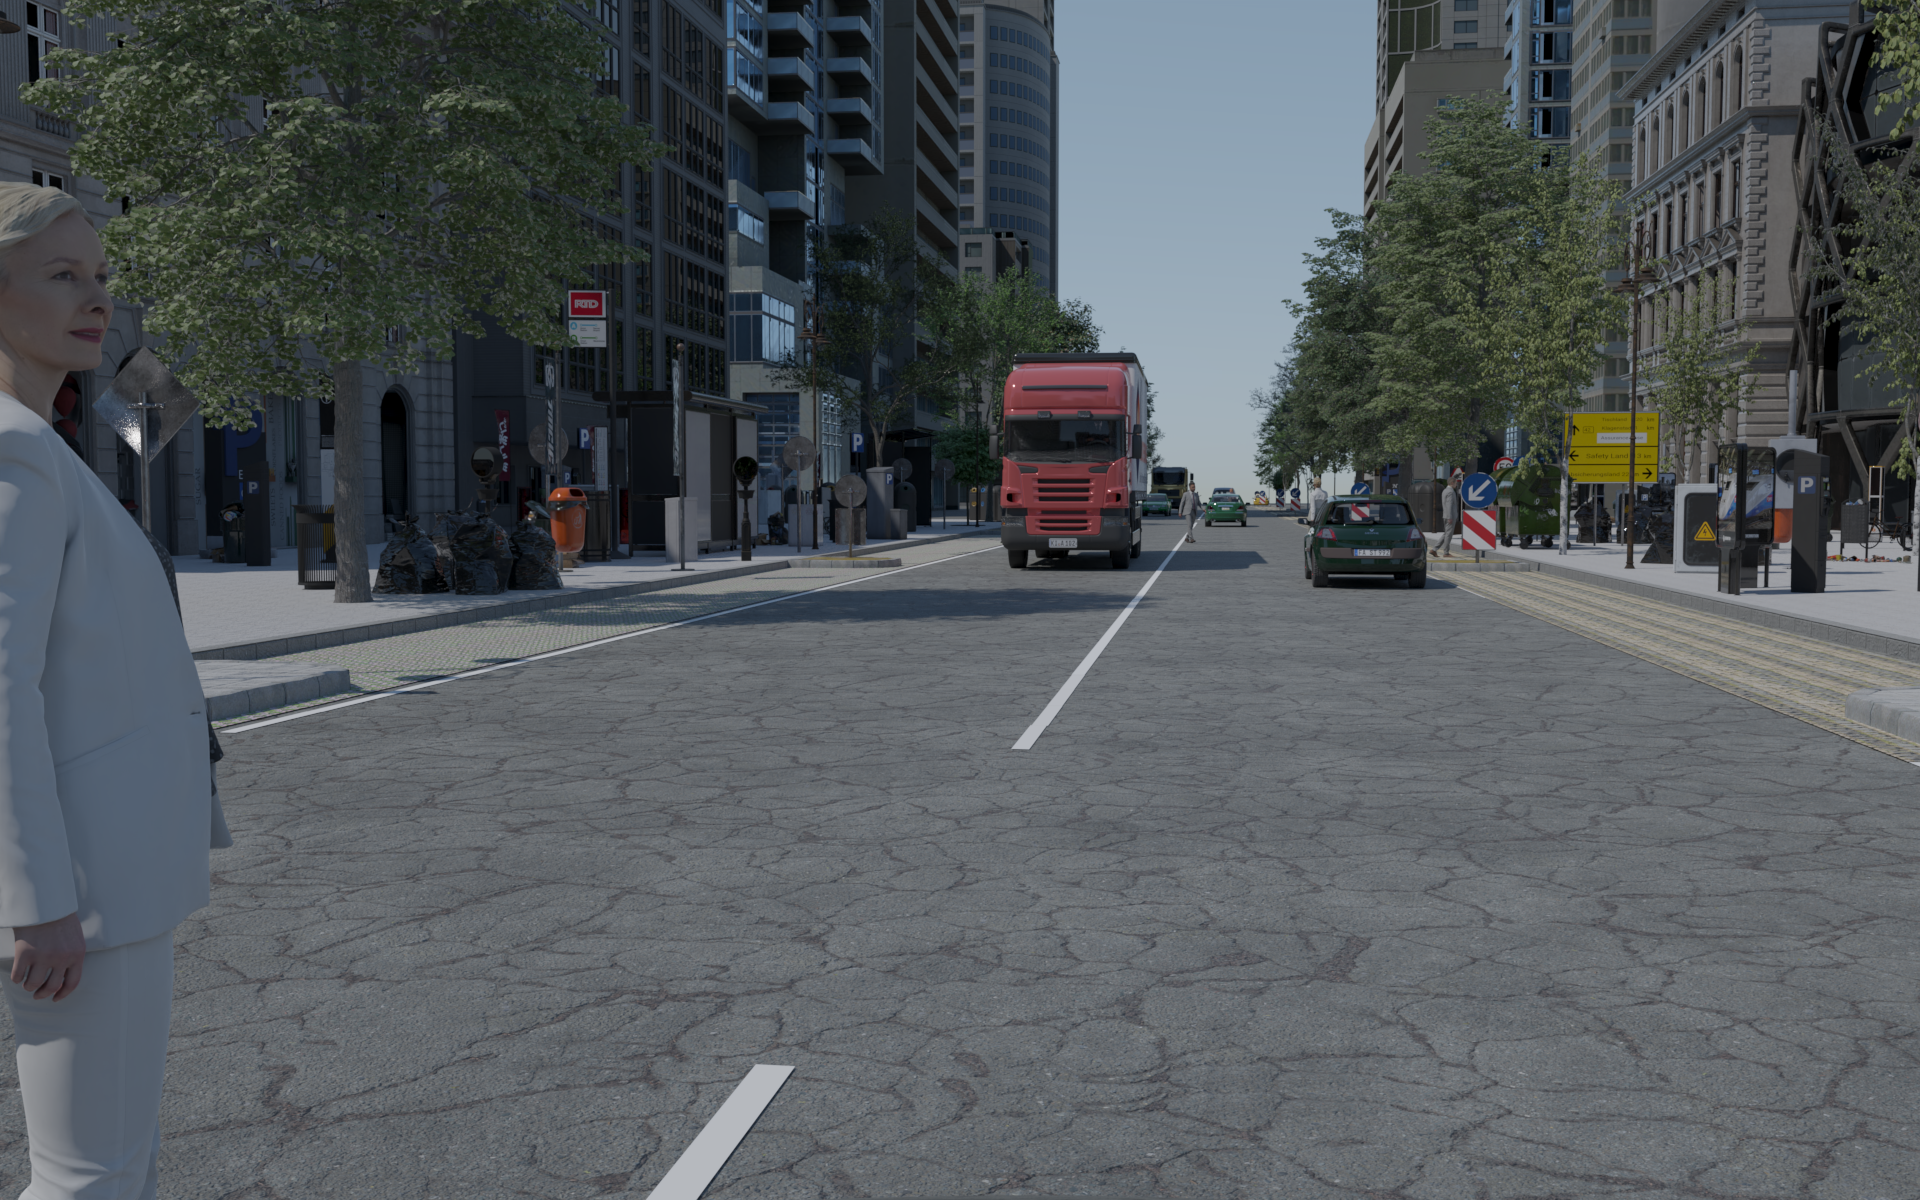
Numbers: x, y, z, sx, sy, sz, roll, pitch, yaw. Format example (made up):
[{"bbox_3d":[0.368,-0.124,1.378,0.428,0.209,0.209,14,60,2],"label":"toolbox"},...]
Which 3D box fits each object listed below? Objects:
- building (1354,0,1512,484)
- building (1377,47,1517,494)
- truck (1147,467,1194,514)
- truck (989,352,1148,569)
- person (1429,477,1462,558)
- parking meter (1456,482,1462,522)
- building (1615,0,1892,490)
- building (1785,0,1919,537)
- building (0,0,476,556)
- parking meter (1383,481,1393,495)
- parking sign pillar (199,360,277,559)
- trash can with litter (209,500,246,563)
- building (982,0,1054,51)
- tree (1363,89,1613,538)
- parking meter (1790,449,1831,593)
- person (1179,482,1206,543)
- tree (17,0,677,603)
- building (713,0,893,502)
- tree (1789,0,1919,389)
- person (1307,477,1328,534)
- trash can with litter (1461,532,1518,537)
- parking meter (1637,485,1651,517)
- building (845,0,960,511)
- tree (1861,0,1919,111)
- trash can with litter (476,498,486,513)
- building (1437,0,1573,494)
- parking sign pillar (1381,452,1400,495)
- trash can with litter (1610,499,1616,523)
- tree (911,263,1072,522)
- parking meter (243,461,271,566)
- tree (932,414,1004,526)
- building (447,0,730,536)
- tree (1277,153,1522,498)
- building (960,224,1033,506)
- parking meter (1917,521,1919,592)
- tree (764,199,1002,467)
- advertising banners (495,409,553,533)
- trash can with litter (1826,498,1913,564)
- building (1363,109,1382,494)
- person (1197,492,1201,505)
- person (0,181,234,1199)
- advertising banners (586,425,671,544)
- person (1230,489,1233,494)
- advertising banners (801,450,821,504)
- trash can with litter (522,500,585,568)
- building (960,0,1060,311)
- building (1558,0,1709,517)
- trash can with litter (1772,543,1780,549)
[{"bbox_3d":[63.358,-48.252,227.175,20.563,71.187,20.611,1,4,8],"label":"building"},{"bbox_3d":[57.116,-34.355,185.403,21.300,48.544,21.600,1,4,8],"label":"building"},{"bbox_3d":[15.161,-7.909,125.231,3.469,3.379,9.791,0,4,8],"label":"truck"},{"bbox_3d":[2.572,-2.922,36.685,2.839,4.237,11.283,0,4,8],"label":"truck"},{"bbox_3d":[10.985,-1.849,38.845,0.853,1.813,0.709,0,4,-2],"label":"person"},{"bbox_3d":[22.597,-4.430,78.142,0.399,1.863,0.255,1,4,22],"label":"parking meter"},{"bbox_3d":[34.884,-14.839,71.490,11.050,23.489,19.941,1,4,8],"label":"building"},{"bbox_3d":[34.987,-11.353,53.073,16.820,18.784,16.811,1,4,8],"label":"building"},{"bbox_3d":[-21.749,-11.983,37.720,13.314,21.916,24.055,1,4,8],"label":"building"},{"bbox_3d":[19.578,-4.495,79.210,0.399,1.863,0.255,0,4,-4],"label":"parking meter"},{"bbox_3d":[-14.460,-2.821,34.600,1.447,3.967,1.447,1,4,17],"label":"parking sign pillar"},{"bbox_3d":[-13.638,-1.275,32.238,1.055,1.170,0.624,3,4,37],"label":"trash can with litter"},{"bbox_3d":[4.227,-48.649,233.667,20.563,71.187,20.611,1,4,8],"label":"building"},{"bbox_3d":[14.978,-8.023,49.298,7.486,12.596,7.792,0,3,0],"label":"tree"},{"bbox_3d":[11.053,-1.026,22.493,0.255,1.863,0.399,-3,5,-40],"label":"parking meter"},{"bbox_3d":[6.767,-2.564,50.703,0.678,1.792,0.850,-1,4,-23],"label":"person"},{"bbox_3d":[-6.842,-6.228,19.963,7.486,12.596,7.792,0,3,0],"label":"tree"},{"bbox_3d":[-15.976,-48.344,103.088,22.319,86.520,31.000,1,4,8],"label":"building"},{"bbox_3d":[14.318,-4.549,24.734,4.360,8.622,3.978,0,3,0],"label":"tree"},{"bbox_3d":[7.832,-1.775,37.749,0.478,1.798,0.641,0,4,-7],"label":"person"},{"bbox_3d":[15.902,-2.496,51.867,2.233,1.210,1.678,-1,4,-14],"label":"trash can with litter"},{"bbox_3d":[19.019,-2.432,48.178,0.372,1.533,0.369,0,3,0],"label":"parking meter"},{"bbox_3d":[-12.109,-30.979,130.213,21.300,48.544,21.600,1,4,8],"label":"building"},{"bbox_3d":[9.449,-3.939,14.766,4.737,8.622,4.395,0,3,0],"label":"tree"},{"bbox_3d":[-11.245,-1.879,41.775,1.678,1.210,2.233,1,4,9],"label":"trash can with litter"},{"bbox_3d":[48.981,-49.851,127.741,22.319,86.520,31.000,1,4,8],"label":"building"},{"bbox_3d":[20.824,-5.785,83.059,1.447,3.967,1.447,1,4,9],"label":"parking sign pillar"},{"bbox_3d":[28.770,-3.941,75.821,1.055,1.170,0.624,-2,4,-34],"label":"trash can with litter"},{"bbox_3d":[1.332,-9.380,79.110,9.928,11.665,9.643,0,3,0],"label":"tree"},{"bbox_3d":[-12.501,-1.534,30.786,0.399,1.863,0.255,0,4,8],"label":"parking meter"},{"bbox_3d":[0.394,-5.280,70.040,4.285,4.588,4.351,0,3,0],"label":"tree"},{"bbox_3d":[-17.974,-16.375,61.234,14.314,27.812,24.014,1,4,8],"label":"building"},{"bbox_3d":[17.185,-9.797,66.836,9.857,13.997,8.962,0,3,0],"label":"tree"},{"bbox_3d":[0.283,-25.554,189.508,14.160,30.474,14.107,1,4,8],"label":"building"},{"bbox_3d":[12.780,-0.874,22.694,0.372,1.533,0.369,0,3,0],"label":"parking meter"},{"bbox_3d":[-2.307,-7.323,54.145,8.767,10.594,7.601,2,4,30],"label":"tree"},{"bbox_3d":[-9.186,-2.469,36.548,0.090,3.025,2.074,1,4,20],"label":"advertising banners"},{"bbox_3d":[17.177,-1.320,32.639,1.678,1.210,2.233,-2,4,-32],"label":"trash can with litter"},{"bbox_3d":[59.783,-35.668,206.866,21.300,48.544,21.600,1,4,8],"label":"building"},{"bbox_3d":[31.336,-13.366,227.569,0.750,1.759,0.617,0,4,-8],"label":"person"},{"bbox_3d":[-1.266,0.372,2.293,0.514,1.842,0.818,2,4,35],"label":"person"},{"bbox_3d":[-8.477,-2.935,44.181,2.074,3.025,0.090,-2,4,-24],"label":"advertising banners"},{"bbox_3d":[16.073,-5.736,102.830,0.434,1.755,0.990,-1,4,-14],"label":"person"},{"bbox_3d":[-6.046,-4.535,70.332,0.090,3.025,2.074,-2,4,-26],"label":"advertising banners"},{"bbox_3d":[-7.066,-1.148,30.159,1.055,1.170,0.624,0,4,8],"label":"trash can with litter"},{"bbox_3d":[0.199,-40.857,210.018,21.231,58.520,28.212,1,4,8],"label":"building"},{"bbox_3d":[49.581,-25.042,101.317,32.217,40.220,23.993,1,4,8],"label":"building"},{"bbox_3d":[18.762,-1.772,40.353,0.624,1.170,1.055,1,4,13],"label":"trash can with litter"}]
